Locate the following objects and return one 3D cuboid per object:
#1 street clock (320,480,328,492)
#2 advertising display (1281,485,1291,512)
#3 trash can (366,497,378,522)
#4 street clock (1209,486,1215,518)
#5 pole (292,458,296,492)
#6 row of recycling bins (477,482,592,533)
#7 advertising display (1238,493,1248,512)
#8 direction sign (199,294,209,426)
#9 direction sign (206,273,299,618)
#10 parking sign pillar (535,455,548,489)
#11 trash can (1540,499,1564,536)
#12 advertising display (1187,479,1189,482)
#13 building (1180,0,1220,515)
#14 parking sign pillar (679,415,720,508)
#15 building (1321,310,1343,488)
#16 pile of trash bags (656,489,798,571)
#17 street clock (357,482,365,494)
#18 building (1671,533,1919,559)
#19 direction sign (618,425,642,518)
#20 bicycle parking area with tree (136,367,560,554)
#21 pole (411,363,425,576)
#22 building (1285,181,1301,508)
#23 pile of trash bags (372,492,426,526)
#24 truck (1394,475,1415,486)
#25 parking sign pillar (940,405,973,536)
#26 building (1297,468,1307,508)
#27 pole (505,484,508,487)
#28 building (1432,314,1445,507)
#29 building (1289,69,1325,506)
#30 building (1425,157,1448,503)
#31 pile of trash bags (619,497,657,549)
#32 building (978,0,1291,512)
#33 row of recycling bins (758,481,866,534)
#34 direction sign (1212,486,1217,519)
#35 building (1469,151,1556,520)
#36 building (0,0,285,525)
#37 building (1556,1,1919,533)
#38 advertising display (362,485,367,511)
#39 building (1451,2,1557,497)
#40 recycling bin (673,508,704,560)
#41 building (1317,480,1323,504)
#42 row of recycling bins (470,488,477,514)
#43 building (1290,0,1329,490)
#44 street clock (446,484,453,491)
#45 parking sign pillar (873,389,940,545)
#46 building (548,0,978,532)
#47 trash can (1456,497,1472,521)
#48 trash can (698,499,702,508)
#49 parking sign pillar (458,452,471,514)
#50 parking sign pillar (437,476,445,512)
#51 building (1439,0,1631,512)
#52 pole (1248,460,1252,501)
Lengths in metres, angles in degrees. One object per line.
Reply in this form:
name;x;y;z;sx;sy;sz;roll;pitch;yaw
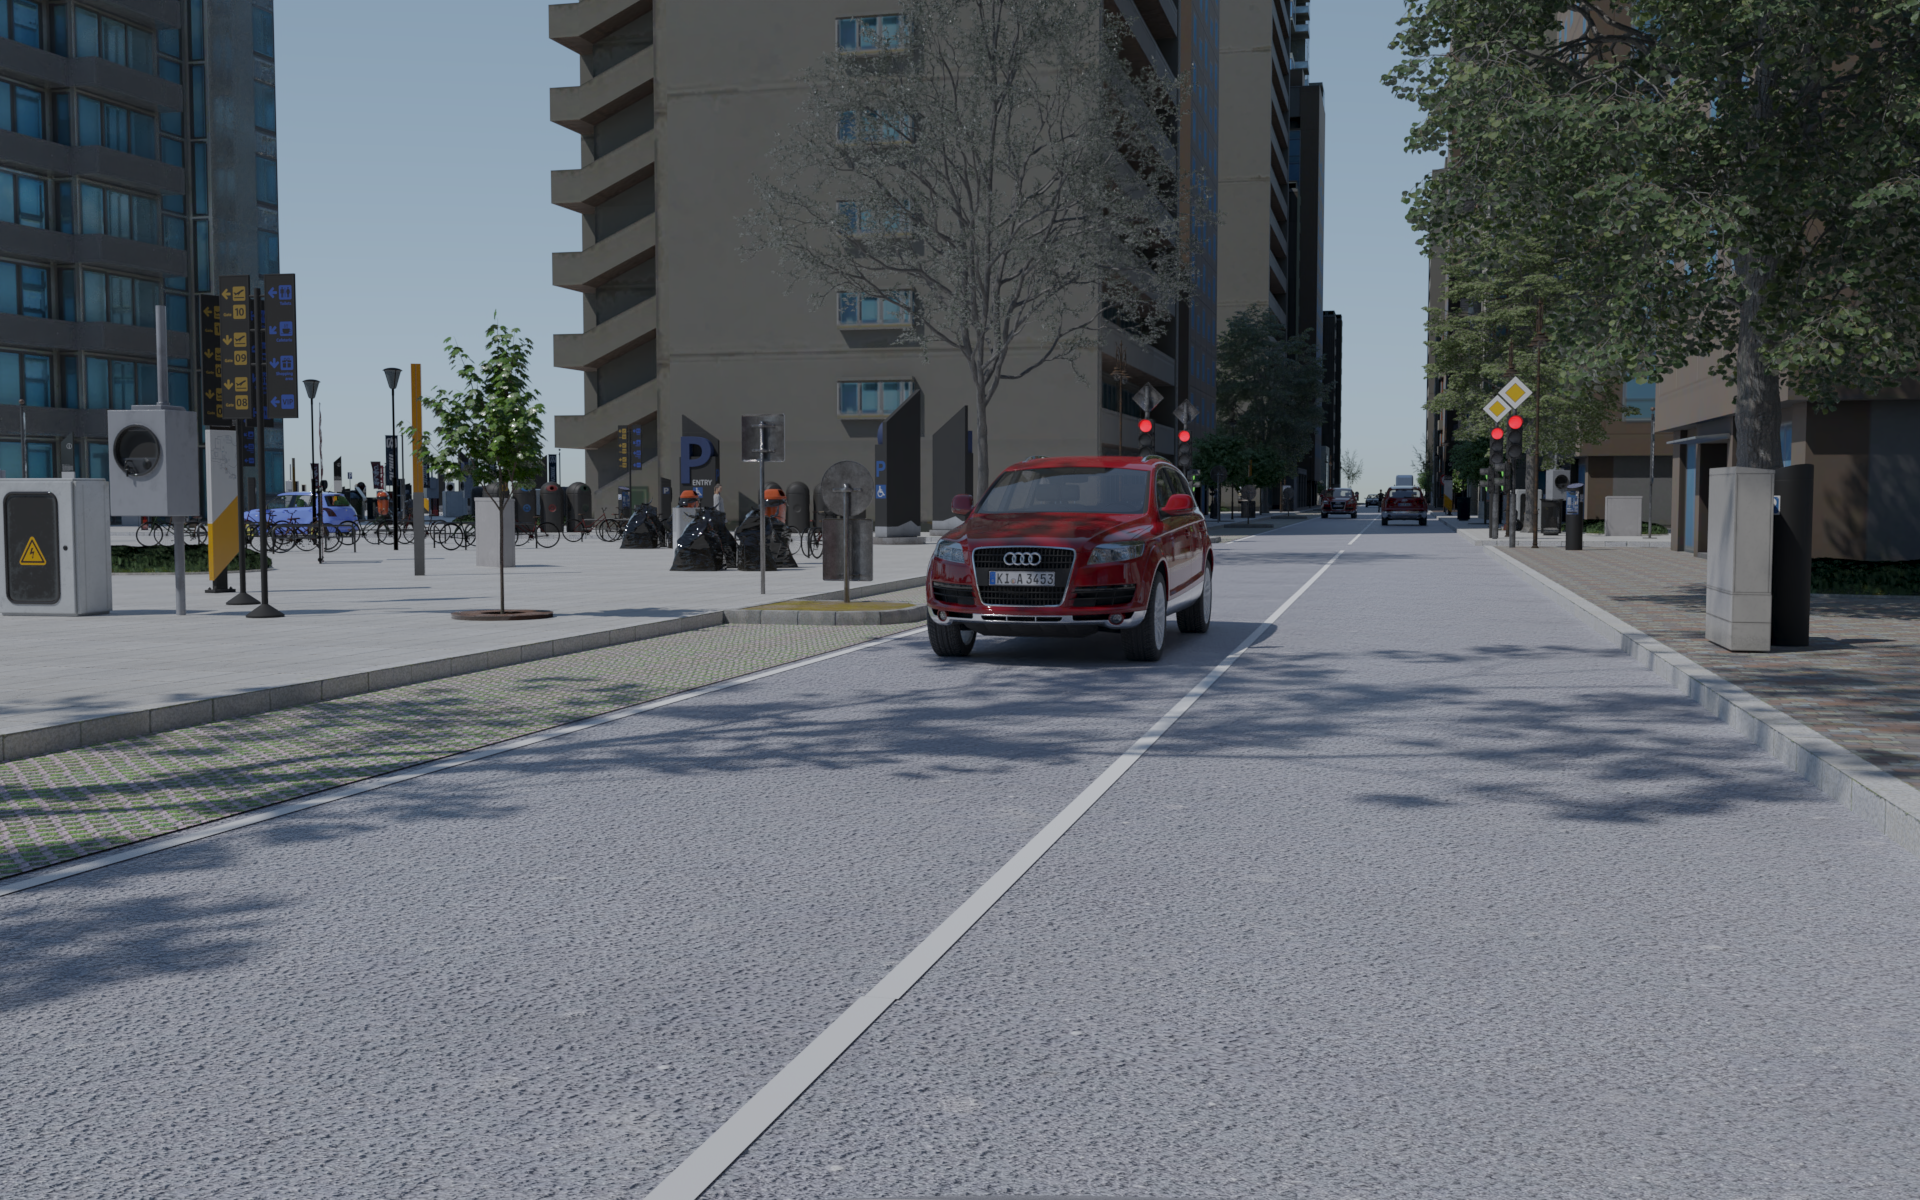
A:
street clock;-32.436;-5.125;88.362;0.358;2.002;0.471;0;4;4
advertising display;23.454;-7.297;124.527;0.974;1.923;0.123;-3;5;-41
trash can;-27.328;-4.225;80.732;0.748;1.137;0.748;0;3;0
street clock;13.276;-5.294;91.132;0.471;2.002;0.358;3;4;38
pole;-37.521;-6.344;97.565;0.158;3.312;0.155;0;3;0
row of recycling bins;-14.049;-3.087;57.586;3.534;1.692;1.069;-2;4;-24
advertising display;20.133;-7.183;122.654;0.974;1.923;0.123;3;4;39
direction sign;-8.337;-1.715;20.042;0.379;3.537;0.876;3;4;36
direction sign;-7.243;-1.587;17.949;0.876;3.537;0.379;1;4;13
parking sign pillar;-28.925;-7.961;118.634;1.447;3.967;1.447;-3;5;-43
trash can;18.271;-2.560;53.517;0.748;1.137;0.748;0;3;0
advertising display;8.613;-3.730;66.196;0.123;1.923;0.974;1;4;20
building;7.171;-27.480;99.414;14.600;45.320;14.200;1;4;14
parking sign pillar;-8.790;-4.282;58.487;1.447;3.967;1.447;1;4;13
building;51.950;-30.439;269.385;14.160;30.474;14.107;1;4;14
pile of trash bags;-3.706;-1.252;30.231;1.912;1.369;3.447;1;4;11
street clock;-35.149;-5.940;101.690;0.471;2.002;0.358;-1;4;-21
building;20.934;-23.241;30.103;14.600;45.320;14.200;1;4;14
direction sign;-10.834;-3.970;56.903;0.876;3.537;0.379;1;4;21
bicycle parking area with tree;-14.689;-3.324;41.356;9.016;4.147;8.231;-2;4;-27
pole;-8.505;-2.039;27.174;0.158;3.312;0.155;0;3;0
building;22.770;-23.436;154.876;14.160;30.474;14.107;1;4;14
pile of trash bags;-23.513;-3.807;71.994;1.912;1.369;3.447;0;4;-2
truck;60.728;-15.109;236.795;2.967;4.110;18.799;1;4;15
parking sign pillar;-0.221;-3.955;53.141;1.447;3.967;1.447;3;4;39
building;24.024;-44.828;171.193;20.563;71.187;20.611;1;4;14
pole;-20.374;-5.130;77.712;0.158;3.312;0.155;0;3;0
building;63.086;-20.325;177.346;27.650;21.520;28.899;1;4;14
building;32.045;-32.894;187.931;14.600;45.320;14.200;1;4;14
building;76.618;-37.846;242.476;21.300;48.544;21.600;1;4;14
pile of trash bags;-6.962;-1.972;42.000;1.912;1.369;3.447;0;4;7
building;14.572;-31.420;137.424;21.300;48.544;21.600;1;4;14
row of recycling bins;-4.838;-3.036;56.759;3.534;1.692;1.069;-1;4;-11
direction sign;13.091;-5.905;88.546;0.379;3.537;0.876;1;4;22
building;43.189;-15.376;96.442;27.650;21.520;28.899;1;4;14
building;-47.847;-27.951;76.606;30.456;49.044;23.786;1;4;14
building;31.441;-25.575;68.265;14.600;45.320;14.200;1;4;14
advertising display;-44.245;-7.521;128.187;0.123;1.923;0.974;1;4;13
building;50.107;-29.349;134.475;22.147;44.769;28.867;1;4;14
recycling bin;-4.882;-1.180;31.845;0.722;1.027;0.722;-1;4;-16
building;30.348;-32.486;223.025;32.217;40.220;23.993;1;4;14
row of recycling bins;-25.937;-5.367;94.858;1.069;1.692;3.534;0;4;1
building;41.921;-57.145;246.992;22.319;86.520;31.000;1;4;14
street clock;-37.320;-7.471;126.726;0.358;2.002;0.471;3;5;43
parking sign pillar;-1.587;-3.411;44.239;1.447;3.967;1.447;3;5;40
building;-3.259;-27.176;68.023;21.300;48.544;21.600;1;4;14
trash can;24.154;-4.366;83.038;0.748;1.137;0.748;0;3;0
trash can;-8.649;-2.702;55.830;0.748;1.137;0.748;0;3;0
parking sign pillar;-29.826;-7.133;105.103;1.447;3.967;1.447;2;4;29
parking sign pillar;-37.144;-8.286;123.952;1.447;3.967;1.447;-1;4;-20
building;51.247;-30.976;156.569;14.600;45.320;14.200;1;4;14
pole;17.263;-6.684;103.134;0.158;3.312;0.155;0;3;0
